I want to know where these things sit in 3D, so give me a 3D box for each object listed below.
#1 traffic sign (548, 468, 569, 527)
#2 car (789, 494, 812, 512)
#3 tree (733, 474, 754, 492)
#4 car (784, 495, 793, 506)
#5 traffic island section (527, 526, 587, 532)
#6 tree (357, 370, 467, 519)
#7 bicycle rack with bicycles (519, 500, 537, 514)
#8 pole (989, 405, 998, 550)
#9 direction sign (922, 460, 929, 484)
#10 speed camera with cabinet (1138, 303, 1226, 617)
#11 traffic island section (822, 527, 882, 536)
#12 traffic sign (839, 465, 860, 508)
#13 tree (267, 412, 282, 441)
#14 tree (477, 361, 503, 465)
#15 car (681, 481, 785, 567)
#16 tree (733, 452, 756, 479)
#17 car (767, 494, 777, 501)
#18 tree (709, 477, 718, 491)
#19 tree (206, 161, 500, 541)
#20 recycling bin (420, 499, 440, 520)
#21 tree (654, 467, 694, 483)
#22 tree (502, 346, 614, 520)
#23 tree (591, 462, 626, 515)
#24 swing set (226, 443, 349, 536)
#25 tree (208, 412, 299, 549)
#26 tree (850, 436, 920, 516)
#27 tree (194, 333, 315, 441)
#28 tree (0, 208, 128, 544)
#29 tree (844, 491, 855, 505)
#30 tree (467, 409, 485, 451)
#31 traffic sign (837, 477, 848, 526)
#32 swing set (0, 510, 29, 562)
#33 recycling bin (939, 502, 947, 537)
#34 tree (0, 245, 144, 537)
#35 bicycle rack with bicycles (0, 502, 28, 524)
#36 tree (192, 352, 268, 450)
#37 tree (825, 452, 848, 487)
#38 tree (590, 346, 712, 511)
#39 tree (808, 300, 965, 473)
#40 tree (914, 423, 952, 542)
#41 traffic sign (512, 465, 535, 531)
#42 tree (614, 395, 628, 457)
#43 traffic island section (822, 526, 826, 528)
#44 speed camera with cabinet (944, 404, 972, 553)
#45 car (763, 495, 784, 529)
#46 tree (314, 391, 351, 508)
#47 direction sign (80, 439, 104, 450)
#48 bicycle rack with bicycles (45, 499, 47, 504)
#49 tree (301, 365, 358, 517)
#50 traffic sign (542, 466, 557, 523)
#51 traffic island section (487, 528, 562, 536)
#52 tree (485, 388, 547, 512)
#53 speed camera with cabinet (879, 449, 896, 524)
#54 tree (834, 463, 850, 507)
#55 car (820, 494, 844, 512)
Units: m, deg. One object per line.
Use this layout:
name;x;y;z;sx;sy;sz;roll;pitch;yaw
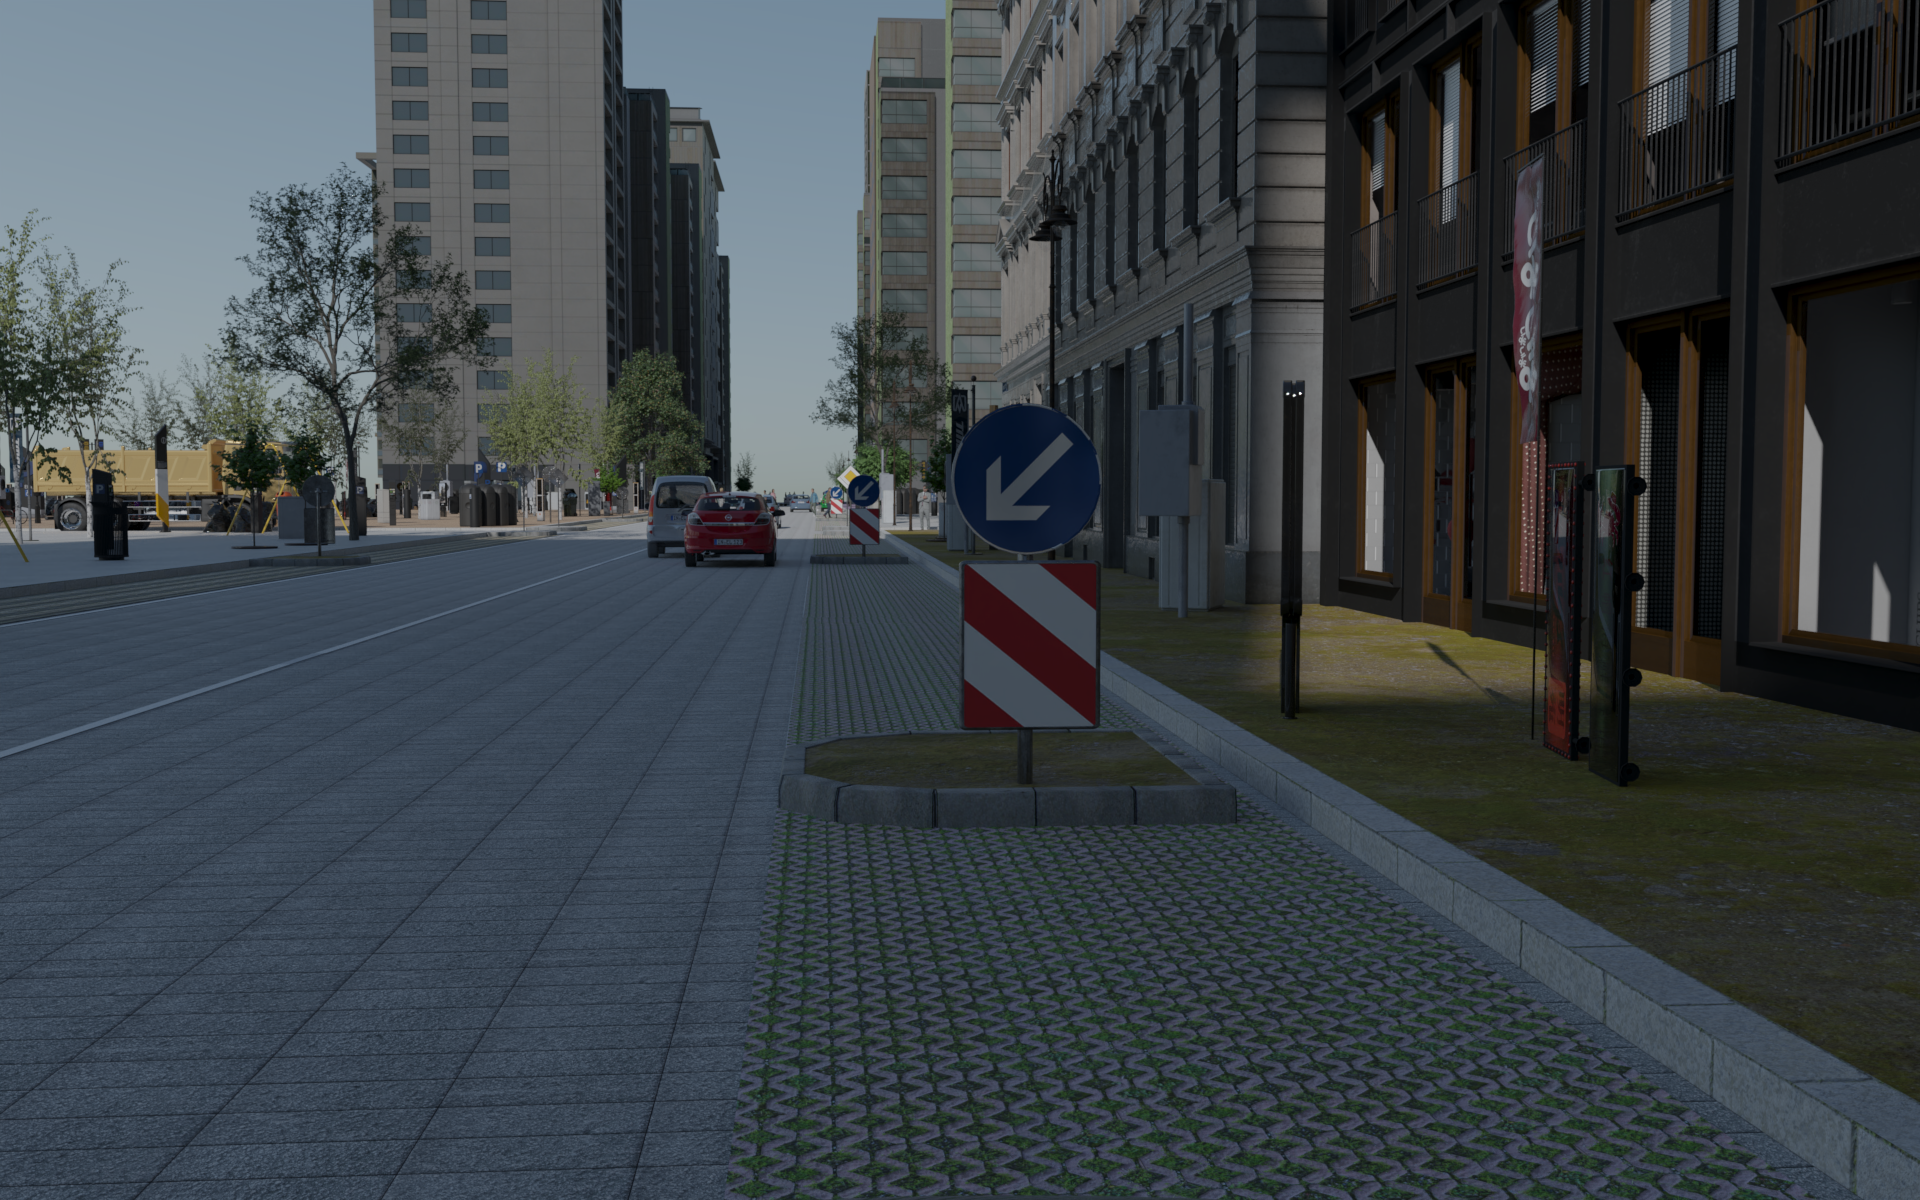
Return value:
traffic sign;-15.672;-3.912;67.601;0.795;2.450;0.064;0;4;-5
car;-12.584;-7.658;137.218;2.014;1.417;4.499;0;4;-5
tree;-35.497;-18.366;283.996;4.285;4.588;4.351;0;3;0
car;-20.163;-11.951;207.763;2.083;1.381;4.827;0;4;-3
traffic island section;-15.695;-2.776;67.661;2.009;0.180;2.903;0;4;-5
tree;-27.881;-8.439;88.344;4.360;8.622;3.978;0;3;0
bicycle rack with bicycles;-27.582;-5.855;109.113;2.852;0.926;2.925;-2;4;-24
pole;0.775;-2.807;39.742;0.158;3.312;0.155;0;3;0
direction sign;-2.250;-7.583;115.983;0.876;3.537;0.379;3;5;43
speed camera with cabinet;2.424;-1.496;18.794;0.660;3.252;2.038;1;4;19
traffic island section;-3.793;-2.344;60.609;2.009;0.180;2.903;0;4;-5
traffic sign;-3.816;-3.479;60.530;0.795;2.450;0.064;0;4;-5
tree;-48.849;-10.288;118.571;4.360;8.622;3.978;0;3;0
tree;-23.304;-8.655;91.867;4.737;8.622;4.395;0;3;0
car;-4.677;-1.626;35.626;2.155;1.783;4.494;0;4;-5
tree;-36.293;-20.917;292.351;4.360;8.622;3.978;0;3;0
car;-26.736;-14.157;243.463;2.014;1.417;4.499;0;4;-3
tree;-28.296;-12.296;195.647;1.663;3.219;1.824;0;3;0
tree;-16.742;-6.945;47.960;8.767;10.594;7.601;0;4;0
recycling bin;-26.268;-4.485;85.878;0.722;1.027;0.722;-3;5;-43
tree;-24.595;-10.122;149.205;4.285;4.588;4.351;0;3;0
tree;-19.885;-8.297;86.022;4.737;8.622;4.395;0;3;0
tree;-21.692;-6.763;105.177;1.663;3.219;1.824;0;3;0
swing set;-21.311;-3.500;54.840;2.862;2.851;3.119;0;4;-1
tree;-16.681;-2.826;40.806;1.663;3.219;1.824;0;3;0
tree;-4.000;-7.178;101.075;4.285;4.588;4.351;0;3;0
tree;-32.254;-7.818;78.180;4.737;8.622;4.395;0;3;0
tree;-23.991;-5.748;44.340;4.737;8.622;4.395;0;3;0
tree;-16.251;-15.643;250.365;1.663;3.219;1.824;0;3;0
tree;-38.803;-10.986;129.990;4.360;8.622;3.978;0;3;0
traffic sign;-4.463;-3.966;68.489;0.795;2.450;0.064;0;4;-5
swing set;-18.492;-2.022;30.688;2.862;2.851;3.119;-1;4;-16
recycling bin;-0.185;-2.426;52.215;0.722;1.027;0.722;2;4;24
tree;-25.824;-6.146;50.847;4.360;8.622;3.978;0;3;0
bicycle rack with bicycles;-41.259;-3.634;72.794;2.925;0.926;2.852;1;4;9
tree;-38.865;-8.482;89.050;4.360;8.622;3.978;0;3;0
tree;-20.754;-21.071;294.877;4.360;8.622;3.978;0;3;0
tree;-24.047;-13.301;134.486;9.611;12.733;9.660;0;3;0
tree;-3.414;-9.056;82.473;8.767;10.594;7.601;2;4;25
tree;-0.203;-3.337;49.157;1.663;3.219;1.824;0;3;0
traffic sign;-15.025;-3.425;59.642;0.795;2.450;0.064;0;4;-5
tree;-26.029;-10.737;125.911;4.737;8.622;4.395;0;3;0
traffic island section;-4.441;-2.831;68.568;2.009;0.180;2.903;0;4;-5
speed camera with cabinet;-0.015;-2.711;38.668;0.660;3.252;2.038;0;4;2
car;-8.400;-3.699;72.475;2.014;1.417;4.499;0;4;-4
tree;-38.550;-9.358;103.362;4.737;8.622;4.395;0;3;0
direction sign;-35.623;-4.842;71.166;0.876;3.537;0.379;-2;4;-31
bicycle rack with bicycles;-62.885;-6.472;119.192;2.852;0.926;2.925;-3;4;-39
tree;-35.510;-9.086;98.920;4.360;8.622;3.978;0;3;0
traffic sign;-18.364;-4.740;77.610;0.768;2.556;0.104;0;4;3
traffic island section;-15.048;-2.289;59.702;2.009;0.180;2.903;0;4;-5
tree;-31.852;-10.734;125.856;4.360;8.622;3.978;0;3;0
speed camera with cabinet;-3.158;-4.998;76.056;0.660;3.252;2.038;0;4;-6
tree;-11.275;-11.930;178.774;4.285;4.588;4.351;0;3;0
car;-10.410;-8.059;140.554;1.959;1.807;4.718;0;4;-4
